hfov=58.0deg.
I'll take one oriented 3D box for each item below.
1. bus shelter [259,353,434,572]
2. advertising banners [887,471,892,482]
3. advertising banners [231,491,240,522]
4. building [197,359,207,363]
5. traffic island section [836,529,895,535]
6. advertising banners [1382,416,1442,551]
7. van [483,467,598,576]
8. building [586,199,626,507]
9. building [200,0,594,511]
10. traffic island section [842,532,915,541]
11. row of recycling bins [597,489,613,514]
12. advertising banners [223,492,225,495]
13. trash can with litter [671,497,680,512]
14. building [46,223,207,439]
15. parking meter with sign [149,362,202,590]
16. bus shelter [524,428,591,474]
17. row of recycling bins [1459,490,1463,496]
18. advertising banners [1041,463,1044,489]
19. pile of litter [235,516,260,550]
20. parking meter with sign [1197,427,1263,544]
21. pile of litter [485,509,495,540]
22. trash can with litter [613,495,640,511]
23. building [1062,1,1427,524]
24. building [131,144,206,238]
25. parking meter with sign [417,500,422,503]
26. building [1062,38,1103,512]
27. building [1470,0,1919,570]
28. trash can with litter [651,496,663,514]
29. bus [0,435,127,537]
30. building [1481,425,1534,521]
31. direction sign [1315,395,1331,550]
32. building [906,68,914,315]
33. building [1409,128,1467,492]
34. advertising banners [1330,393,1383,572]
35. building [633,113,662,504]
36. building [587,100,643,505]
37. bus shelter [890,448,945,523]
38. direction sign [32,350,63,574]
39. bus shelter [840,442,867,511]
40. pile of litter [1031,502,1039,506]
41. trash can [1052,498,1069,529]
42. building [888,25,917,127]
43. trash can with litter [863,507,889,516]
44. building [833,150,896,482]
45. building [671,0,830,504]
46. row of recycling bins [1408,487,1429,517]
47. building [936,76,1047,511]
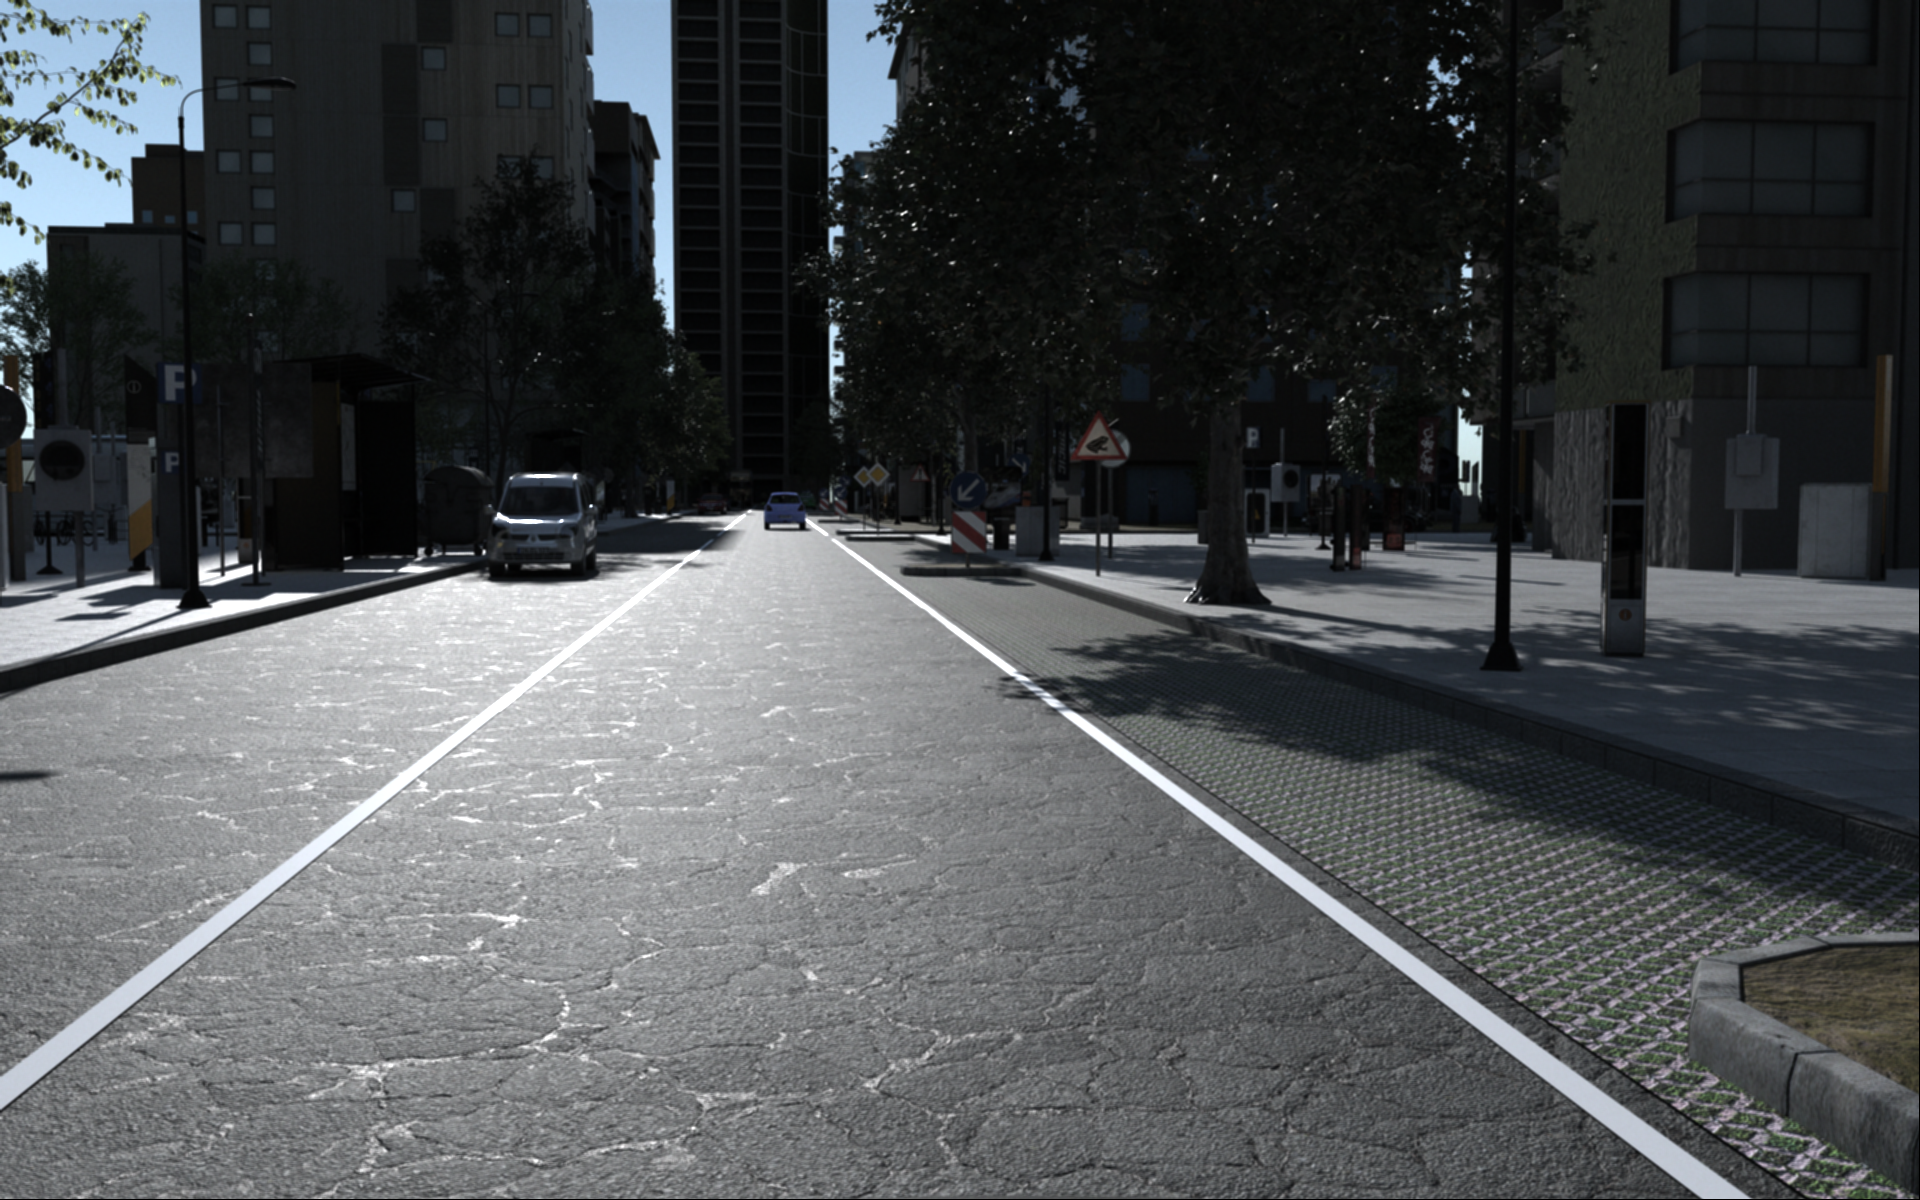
[{"bbox_3d":[-11.120,-2.478,31.797,1.731,3.624,6.357,0,4,-6],"label":"bus shelter"},{"bbox_3d":[-4.627,-8.235,130.821,2.074,3.025,0.090,0,4,-6],"label":"advertising banners"},{"bbox_3d":[-32.430,-4.995,77.849,0.090,3.025,2.074,-3,5,-39],"label":"advertising banners"},{"bbox_3d":[-65.460,-53.411,185.939,31.000,86.520,22.319,0,4,-6],"label":"building"},{"bbox_3d":[-3.375,-2.394,61.422,2.009,0.180,2.903,0,4,-6],"label":"traffic island section"},{"bbox_3d":[9.814,-2.633,39.237,2.074,3.025,0.090,1,4,13],"label":"advertising banners"},{"bbox_3d":[-7.567,-1.499,31.526,2.013,2.044,4.112,0,4,-8],"label":"van"},{"bbox_3d":[-40.247,-24.221,167.722,14.160,30.474,14.107,0,4,-6],"label":"building"},{"bbox_3d":[-45.314,-34.014,145.367,28.713,52.752,27.495,0,4,-6],"label":"building"},{"bbox_3d":[-2.510,-1.908,53.484,2.009,0.180,2.903,0,4,-6],"label":"traffic island section"},{"bbox_3d":[-23.906,-6.568,114.496,1.069,1.692,3.534,0,4,8],"label":"row of recycling bins"},{"bbox_3d":[-49.840,-7.308,115.673,0.090,3.025,2.074,1,4,18],"label":"advertising banners"},{"bbox_3d":[-20.719,-7.020,126.170,0.624,1.170,1.055,-3,5,-40],"label":"trash can with litter"},{"bbox_3d":[-89.118,-25.508,188.757,14.107,30.474,14.160,0,4,-6],"label":"building"},{"bbox_3d":[-10.796,-1.680,23.734,0.543,3.016,1.738,-2,4,-33],"label":"parking meter with sign"},{"bbox_3d":[-14.878,-4.466,64.296,1.731,3.624,6.357,0,4,-6],"label":"bus shelter"},{"bbox_3d":[38.134,-7.834,135.200,1.069,1.692,3.534,-1,4,-12],"label":"row of recycling bins"},{"bbox_3d":[5.287,-6.297,99.137,2.074,3.025,0.090,-3,5,-44],"label":"advertising banners"},{"bbox_3d":[-16.229,-1.616,40.393,1.176,0.858,1.719,-3,4,-39],"label":"pile of litter"},{"bbox_3d":[6.939,-2.960,44.650,1.738,3.016,0.543,-2,4,-31],"label":"parking meter with sign"},{"bbox_3d":[-13.746,-2.146,49.056,1.176,0.858,1.719,2,4,32],"label":"pile of litter"},{"bbox_3d":[-25.717,-7.477,133.306,2.233,1.210,1.678,0,4,6],"label":"trash can with litter"},{"bbox_3d":[11.937,-26.234,79.032,14.200,45.320,14.600,0,4,-6],"label":"building"},{"bbox_3d":[-97.197,-35.173,225.187,14.200,45.320,14.600,0,4,-6],"label":"building"},{"bbox_3d":[-40.918,-8.134,129.246,0.543,3.016,1.738,2,4,27],"label":"parking meter with sign"},{"bbox_3d":[3.996,-30.933,155.862,14.600,45.320,14.200,0,4,-6],"label":"building"},{"bbox_3d":[18.540,-21.527,35.558,14.154,41.232,14.086,0,4,-6],"label":"building"},{"bbox_3d":[-19.242,-5.964,108.904,1.055,1.170,0.624,1,4,9],"label":"trash can with litter"},{"bbox_3d":[-32.594,-3.653,54.589,13.247,3.499,2.948,0,4,-5],"label":"bus"},{"bbox_3d":[37.475,-28.132,83.661,21.600,48.544,21.300,0,4,-6],"label":"building"},{"bbox_3d":[8.387,-2.930,39.899,0.379,3.537,0.876,1,4,17],"label":"direction sign"},{"bbox_3d":[2.202,-31.807,170.150,14.600,45.320,14.200,0,4,-6],"label":"building"},{"bbox_3d":[43.123,-33.271,198.604,28.867,44.769,22.147,0,4,-6],"label":"building"},{"bbox_3d":[6.692,-2.024,29.286,0.090,3.025,2.074,2,4,33],"label":"advertising banners"},{"bbox_3d":[-53.359,-39.612,236.898,27.495,52.752,28.713,0,4,-6],"label":"building"},{"bbox_3d":[-43.444,-33.252,193.786,14.200,45.320,14.600,0,4,-6],"label":"building"},{"bbox_3d":[-1.950,-5.156,78.231,2.014,3.302,5.546,0,4,-6],"label":"bus shelter"},{"bbox_3d":[-14.614,-2.183,27.693,0.876,3.537,0.379,3,5,44],"label":"direction sign"},{"bbox_3d":[-7.900,-9.340,130.344,2.179,5.291,8.768,0,4,-6],"label":"bus shelter"},{"bbox_3d":[4.164,-5.091,97.196,1.719,0.858,1.176,1,4,18],"label":"pile of litter"},{"bbox_3d":[3.678,-3.196,63.906,0.748,1.137,0.748,0,3,0],"label":"trash can"},{"bbox_3d":[7.308,-36.841,191.587,28.713,52.752,27.495,0,4,-6],"label":"building"},{"bbox_3d":[-4.542,-5.511,101.162,2.233,1.210,1.678,0,4,-3],"label":"trash can with litter"},{"bbox_3d":[-2.328,-37.978,240.553,30.456,49.044,23.786,0,4,-6],"label":"building"},{"bbox_3d":[-28.194,-48.794,236.028,20.611,71.187,20.563,0,4,-6],"label":"building"},{"bbox_3d":[25.373,-5.457,96.330,1.069,1.692,3.534,2,4,27],"label":"row of recycling bins"},{"bbox_3d":[10.975,-49.110,115.619,22.319,86.520,31.000,0,4,-6],"label":"building"}]
